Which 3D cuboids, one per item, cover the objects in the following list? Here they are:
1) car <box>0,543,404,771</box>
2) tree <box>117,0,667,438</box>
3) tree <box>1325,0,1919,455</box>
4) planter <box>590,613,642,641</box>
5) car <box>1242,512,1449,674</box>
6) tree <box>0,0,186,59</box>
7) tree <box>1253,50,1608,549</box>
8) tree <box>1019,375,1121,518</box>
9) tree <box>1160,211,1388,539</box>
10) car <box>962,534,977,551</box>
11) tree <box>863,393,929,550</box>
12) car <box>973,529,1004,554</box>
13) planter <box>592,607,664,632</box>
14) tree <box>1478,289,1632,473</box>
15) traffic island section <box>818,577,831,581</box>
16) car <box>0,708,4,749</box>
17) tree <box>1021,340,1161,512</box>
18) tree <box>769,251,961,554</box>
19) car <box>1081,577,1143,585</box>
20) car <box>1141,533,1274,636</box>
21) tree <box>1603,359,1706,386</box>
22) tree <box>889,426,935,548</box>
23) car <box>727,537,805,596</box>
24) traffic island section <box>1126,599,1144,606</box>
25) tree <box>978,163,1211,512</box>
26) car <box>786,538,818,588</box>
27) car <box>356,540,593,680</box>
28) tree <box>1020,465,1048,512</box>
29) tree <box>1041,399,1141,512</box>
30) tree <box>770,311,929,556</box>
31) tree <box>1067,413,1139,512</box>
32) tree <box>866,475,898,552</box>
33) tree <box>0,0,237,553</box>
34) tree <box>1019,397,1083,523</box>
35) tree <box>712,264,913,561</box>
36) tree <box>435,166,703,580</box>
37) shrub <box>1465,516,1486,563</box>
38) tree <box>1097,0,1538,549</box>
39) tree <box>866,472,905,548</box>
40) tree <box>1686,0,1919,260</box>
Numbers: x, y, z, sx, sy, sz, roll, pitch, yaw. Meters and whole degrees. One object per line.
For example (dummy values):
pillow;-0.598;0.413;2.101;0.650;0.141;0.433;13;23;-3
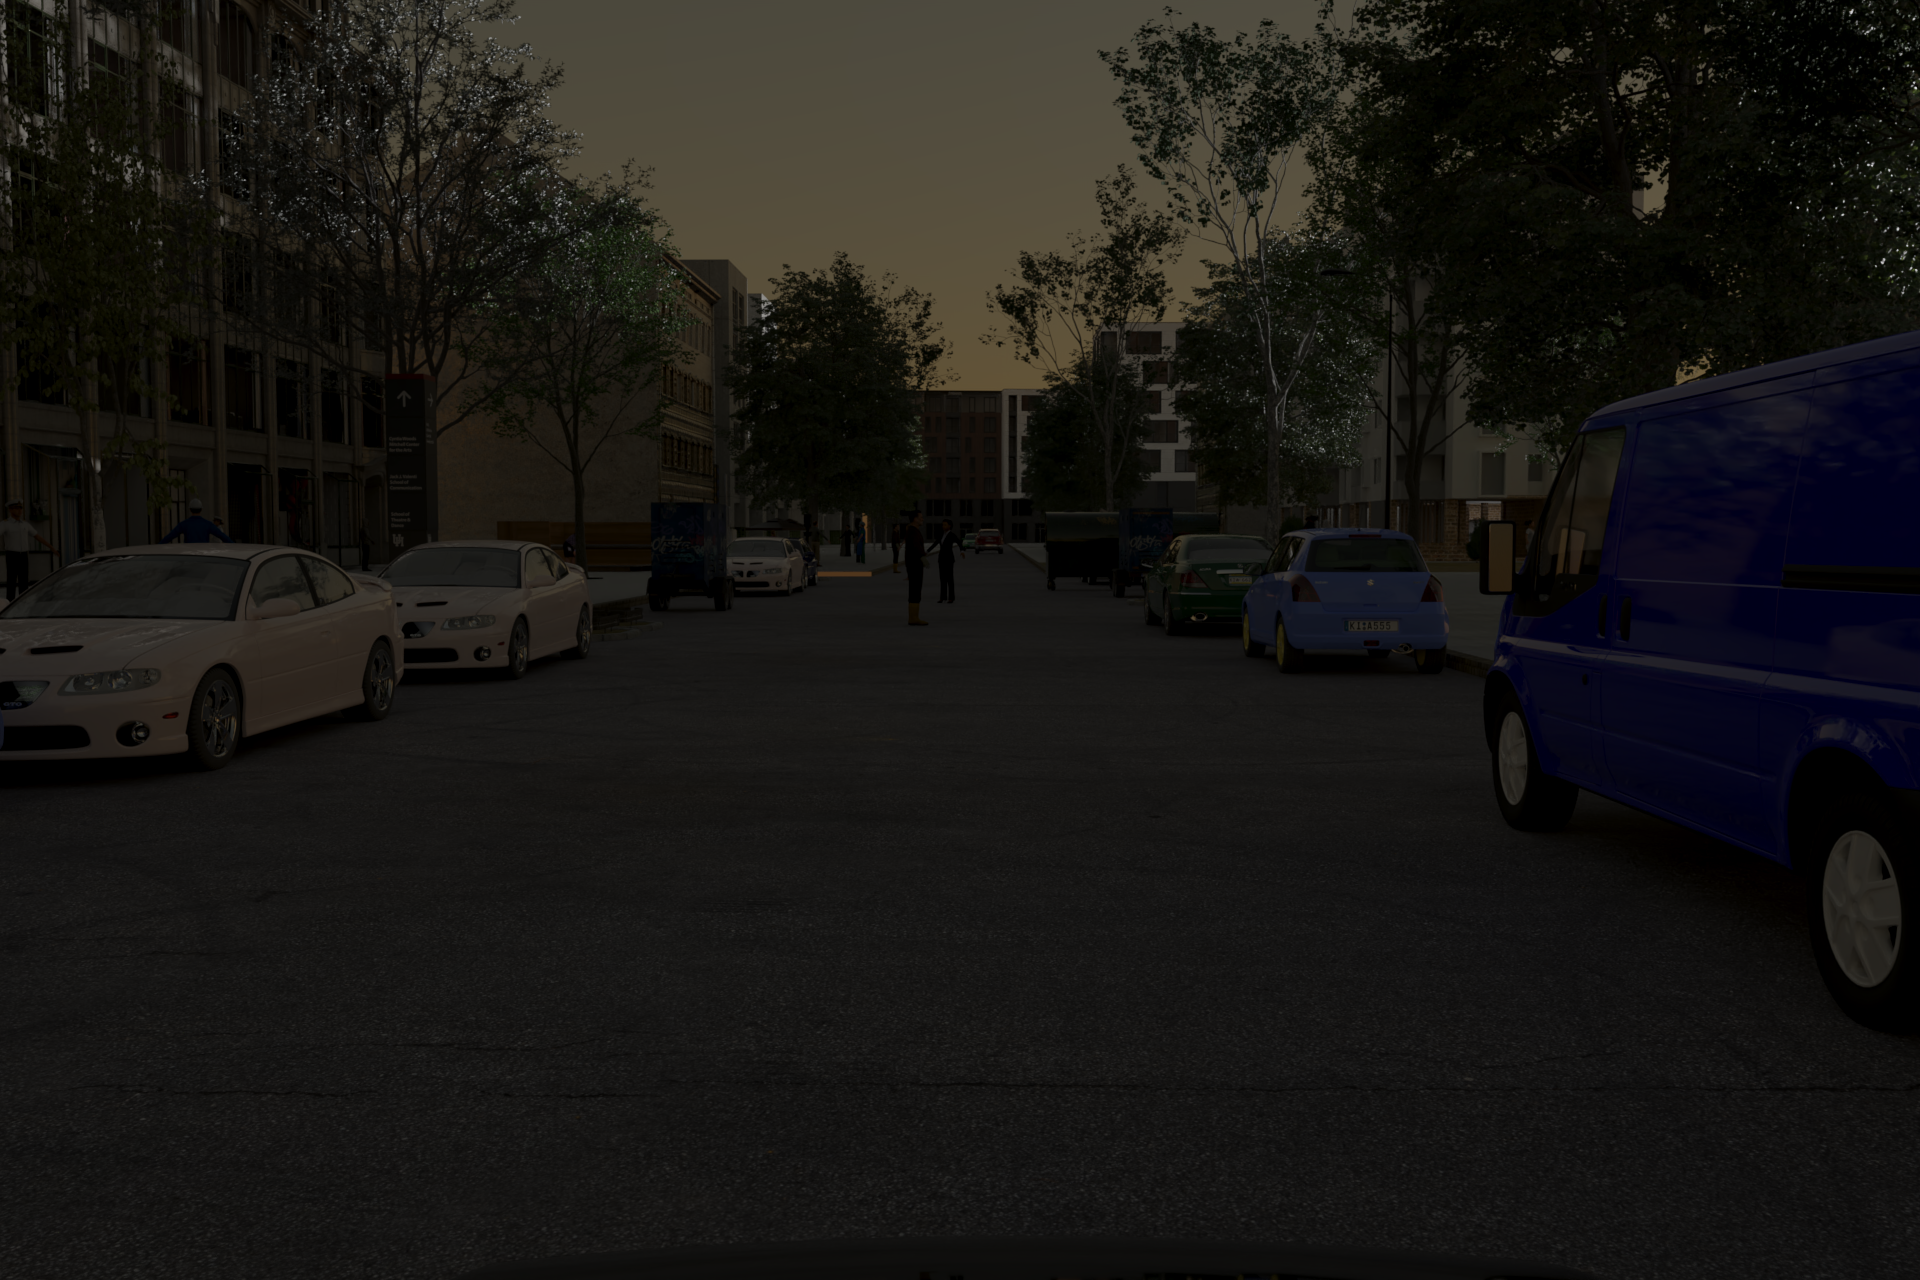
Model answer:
car;-5.381;0.023;11.987;2.083;1.381;4.827;0;4;1
tree;-11.174;-7.619;34.935;12.009;13.543;11.850;0;3;0
tree;10.036;-7.206;24.480;9.857;13.997;8.962;0;3;0
planter;-5.499;-0.175;23.997;1.991;0.319;1.994;0;4;2
car;4.143;-0.581;19.092;1.945;1.707;3.694;0;4;1
tree;-11.412;-6.294;13.277;12.009;13.543;11.850;0;3;0
tree;9.995;-6.848;37.725;9.928;11.665;9.643;0;3;0
tree;9.431;-14.220;139.155;9.857;13.997;8.962;0;3;0
tree;12.650;-10.005;70.230;9.857;13.997;8.962;0;3;0
car;1.121;-8.280;144.171;1.959;1.807;4.718;0;4;1
tree;-6.085;-13.399;137.198;7.486;12.596;7.792;0;3;0
car;2.105;-7.198;126.358;2.281;1.827;5.304;0;3;0
planter;-5.528;-0.298;26.012;1.991;0.319;1.994;0;4;1
tree;25.092;-8.895;71.191;9.928;11.665;9.643;0;3;0
traffic island section;-4.994;-1.864;53.337;1.991;0.108;1.994;0;4;1
car;-5.770;0.143;7.260;1.945;1.707;3.694;0;4;1
tree;8.728;-12.781;115.630;9.857;13.997;8.962;0;3;0
tree;-6.315;-15.817;114.505;12.611;20.169;13.585;0;3;0
car;4.495;-2.515;50.158;2.155;1.783;4.494;0;4;0
car;3.823;-0.859;25.849;2.131;1.459;4.920;0;4;0
tree;25.400;-6.834;62.100;4.360;8.622;3.978;0;3;0
tree;-6.015;-14.368;160.676;9.928;11.665;9.643;0;3;0
car;-4.804;-1.777;41.414;2.083;1.381;4.827;0;4;1
traffic island section;4.411;-0.759;35.277;1.991;0.108;1.994;0;4;1
tree;7.331;-14.404;91.402;12.611;20.169;13.585;0;3;0
car;-4.865;-2.097;46.872;1.945;1.354;3.894;0;4;1
car;-5.231;-0.378;18.549;2.083;1.381;4.827;0;4;1
tree;9.138;-14.085;164.708;7.601;10.594;8.767;0;4;-6
tree;9.426;-12.351;127.697;9.928;11.665;9.643;0;3;0
tree;-6.657;-11.775;99.170;9.857;13.997;8.962;0;3;0
tree;8.112;-9.456;104.960;4.360;8.622;3.978;0;3;0
tree;-6.172;-10.797;126.895;4.360;8.622;3.978;0;3;0
tree;-11.288;-4.399;22.282;4.737;8.622;4.395;0;3;0
tree;9.479;-15.026;152.323;9.857;13.997;8.962;0;3;0
tree;-6.956;-10.790;83.076;9.857;13.997;8.962;0;3;0
tree;-10.905;-7.538;49.001;9.928;11.665;9.643;0;3;0
shrub;23.329;-4.471;77.149;1.661;2.075;1.752;0;3;0
tree;11.052;-12.149;54.523;12.611;20.169;13.585;0;3;0
tree;-6.286;-11.923;145.309;4.737;8.622;4.395;0;3;0
tree;9.540;-4.879;14.188;7.601;10.594;8.767;-2;4;-23
